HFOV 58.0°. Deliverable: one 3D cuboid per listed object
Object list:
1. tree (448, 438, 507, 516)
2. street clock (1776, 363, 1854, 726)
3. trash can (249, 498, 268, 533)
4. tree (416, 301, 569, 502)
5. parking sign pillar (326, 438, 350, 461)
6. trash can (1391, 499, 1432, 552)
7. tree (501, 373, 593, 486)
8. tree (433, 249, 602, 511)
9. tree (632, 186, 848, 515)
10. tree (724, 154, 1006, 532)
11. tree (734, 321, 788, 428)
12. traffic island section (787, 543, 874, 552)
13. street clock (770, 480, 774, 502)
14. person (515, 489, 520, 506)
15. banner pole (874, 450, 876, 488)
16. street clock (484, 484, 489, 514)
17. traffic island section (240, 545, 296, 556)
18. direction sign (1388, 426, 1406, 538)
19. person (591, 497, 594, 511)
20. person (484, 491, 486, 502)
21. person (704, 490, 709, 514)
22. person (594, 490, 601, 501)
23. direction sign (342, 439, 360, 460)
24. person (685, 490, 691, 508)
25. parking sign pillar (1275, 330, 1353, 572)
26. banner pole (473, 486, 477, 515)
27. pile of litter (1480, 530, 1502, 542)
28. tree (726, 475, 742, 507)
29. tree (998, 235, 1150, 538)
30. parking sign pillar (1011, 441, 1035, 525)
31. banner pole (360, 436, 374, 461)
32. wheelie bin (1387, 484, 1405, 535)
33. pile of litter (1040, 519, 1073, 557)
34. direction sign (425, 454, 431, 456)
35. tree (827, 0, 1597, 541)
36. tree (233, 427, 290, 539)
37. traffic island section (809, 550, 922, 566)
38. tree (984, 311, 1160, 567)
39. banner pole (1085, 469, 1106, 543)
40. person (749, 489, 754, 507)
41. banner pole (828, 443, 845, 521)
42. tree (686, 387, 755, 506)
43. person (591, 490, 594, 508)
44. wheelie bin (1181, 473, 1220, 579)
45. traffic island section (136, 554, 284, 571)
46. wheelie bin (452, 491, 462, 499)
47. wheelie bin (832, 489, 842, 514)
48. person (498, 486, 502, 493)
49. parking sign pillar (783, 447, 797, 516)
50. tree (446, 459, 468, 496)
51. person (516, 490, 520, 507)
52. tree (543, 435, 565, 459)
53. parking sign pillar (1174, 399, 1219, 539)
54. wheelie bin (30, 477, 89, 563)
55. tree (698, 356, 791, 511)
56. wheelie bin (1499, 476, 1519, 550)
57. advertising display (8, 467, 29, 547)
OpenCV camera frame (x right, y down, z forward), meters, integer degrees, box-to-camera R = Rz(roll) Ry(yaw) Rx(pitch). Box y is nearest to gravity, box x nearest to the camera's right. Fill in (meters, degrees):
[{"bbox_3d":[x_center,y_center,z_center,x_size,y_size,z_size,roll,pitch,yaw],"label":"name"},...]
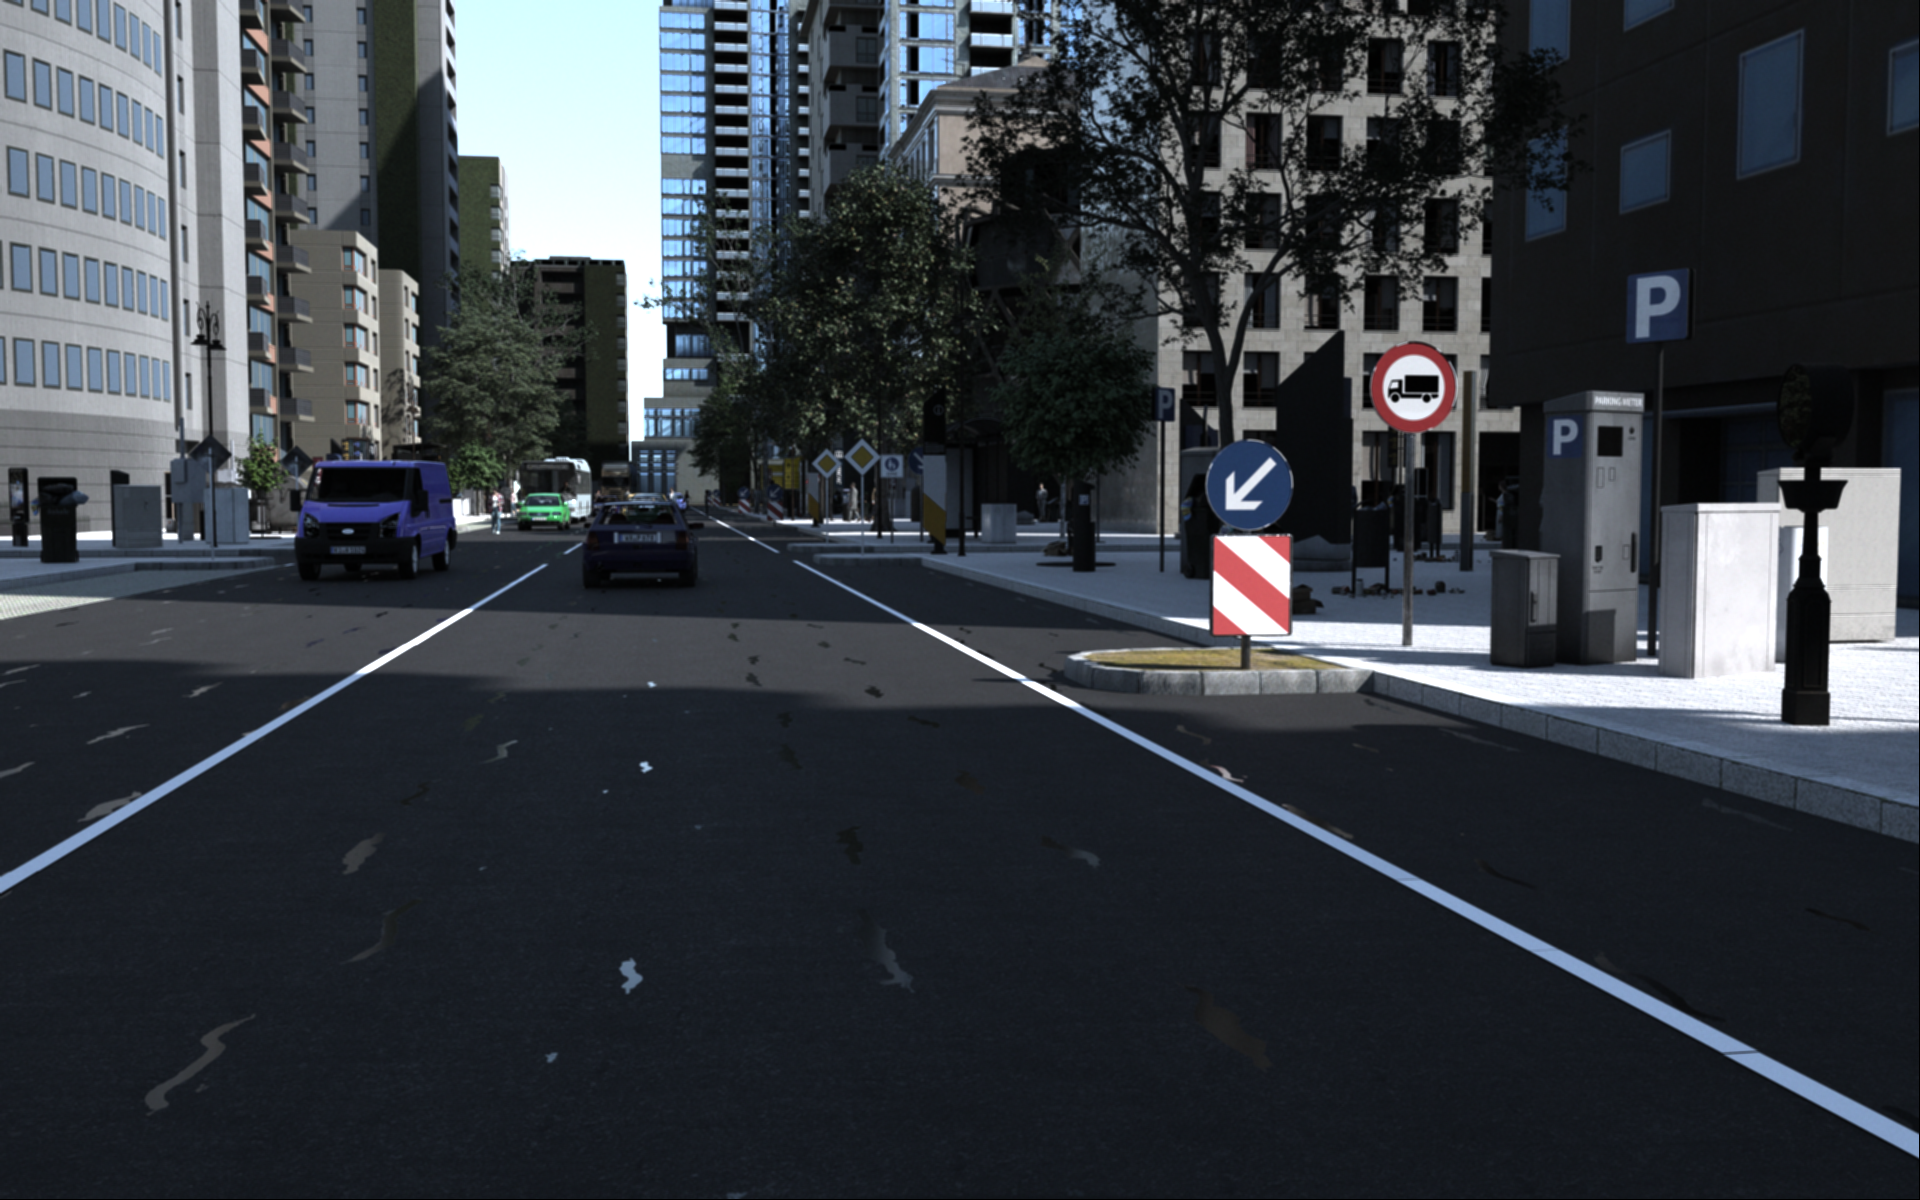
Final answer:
[{"bbox_3d":[-28.086,-7.167,100.890,4.285,4.588,4.351,0,3,0],"label":"tree"},{"bbox_3d":[4.724,-0.309,9.622,0.358,2.002,0.471,0,4,3],"label":"street clock"},{"bbox_3d":[-23.154,-2.781,57.121,0.748,1.137,0.748,0,3,0],"label":"trash can"},{"bbox_3d":[-31.289,-12.773,115.490,9.857,13.997,8.962,0,3,0],"label":"tree"},{"bbox_3d":[-29.943,-5.808,83.438,1.447,3.967,1.447,2,4,35],"label":"parking sign pillar"},{"bbox_3d":[9.983,-1.650,38.624,0.748,1.137,0.748,0,3,0],"label":"trash can"},{"bbox_3d":[-38.567,-14.687,158.259,7.486,12.596,7.792,0,3,0],"label":"tree"},{"bbox_3d":[-33.123,-16.869,131.699,12.611,20.169,13.585,0,3,0],"label":"tree"},{"bbox_3d":[-13.420,-15.413,107.889,12.611,20.169,13.585,0,3,0],"label":"tree"},{"bbox_3d":[-2.713,-8.665,58.681,9.611,12.733,9.660,0,3,0],"label":"tree"},{"bbox_3d":[-6.167,-8.571,74.555,8.767,10.594,7.601,1,4,16],"label":"tree"},{"bbox_3d":[-3.318,-1.320,43.869,2.009,0.180,2.903,-1,4,-10],"label":"traffic island section"},{"bbox_3d":[-9.925,-5.313,91.439,0.358,2.002,0.471,-1,4,-9],"label":"street clock"},{"bbox_3d":[-45.650,-10.588,179.238,1.350,1.814,0.705,0,4,-4],"label":"person"},{"bbox_3d":[-4.135,-5.770,84.357,0.401,3.779,0.863,0,4,-1],"label":"banner pole"},{"bbox_3d":[-30.047,-6.442,109.901,0.471,2.002,0.358,-1,4,-22],"label":"street clock"},{"bbox_3d":[-15.979,-1.190,41.730,2.009,0.180,2.903,-1,4,-10],"label":"traffic island section"},{"bbox_3d":[12.954,-3.605,50.946,0.379,3.537,0.876,-3,5,-42],"label":"direction sign"},{"bbox_3d":[-32.237,-8.515,150.943,0.991,1.433,0.599,0,4,-2],"label":"person"},{"bbox_3d":[-38.293,-8.173,139.771,1.348,1.812,0.705,-2,4,-31],"label":"person"},{"bbox_3d":[-18.172,-7.001,123.685,0.721,1.735,1.217,0,4,-7],"label":"person"},{"bbox_3d":[-28.646,-7.856,137.482,0.617,1.759,0.750,2,4,29],"label":"person"},{"bbox_3d":[-25.138,-4.867,71.570,0.379,3.537,0.876,2,4,34],"label":"direction sign"},{"bbox_3d":[-28.947,-10.728,183.862,0.705,1.831,1.348,1,4,15],"label":"person"},{"bbox_3d":[5.953,-2.487,29.140,1.447,3.967,1.447,-3,5,-41],"label":"parking sign pillar"},{"bbox_3d":[-28.956,-6.937,103.431,0.401,3.779,0.863,0,4,3],"label":"banner pole"},{"bbox_3d":[14.865,-2.048,47.443,1.719,0.858,1.176,-2,4,-28],"label":"pile of litter"},{"bbox_3d":[-23.136,-11.163,177.115,1.663,3.219,1.824,0,3,0],"label":"tree"},{"bbox_3d":[3.204,-6.088,49.897,4.737,8.622,4.395,0,3,0],"label":"tree"},{"bbox_3d":[2.433,-5.135,72.436,1.447,3.967,1.447,0,4,-5],"label":"parking sign pillar"},{"bbox_3d":[-25.476,-5.192,74.899,0.401,3.779,0.863,0,4,6],"label":"banner pole"},{"bbox_3d":[13.774,-2.814,53.921,0.980,1.594,0.693,-2,4,-35],"label":"wheelie bin"},{"bbox_3d":[2.195,-1.362,36.230,1.176,0.858,1.719,2,4,34],"label":"pile of litter"},{"bbox_3d":[-29.899,-6.408,96.773,0.379,3.537,0.876,2,4,31],"label":"direction sign"},{"bbox_3d":[3.512,-5.332,21.583,8.767,10.594,7.601,1,4,21],"label":"tree"},{"bbox_3d":[-20.016,-3.385,49.939,1.663,3.219,1.824,0,3,0],"label":"tree"},{"bbox_3d":[-1.980,-0.839,35.997,2.009,0.180,2.903,-1,4,-10],"label":"traffic island section"},{"bbox_3d":[2.029,-2.895,31.053,4.285,4.588,4.351,0,3,0],"label":"tree"},{"bbox_3d":[3.496,-3.383,45.332,0.401,3.779,0.863,3,4,37],"label":"banner pole"},{"bbox_3d":[-20.731,-10.209,172.902,0.705,1.831,1.348,-1,4,-23],"label":"person"},{"bbox_3d":[-5.940,-5.677,82.838,0.863,3.779,0.401,-1,4,-14],"label":"banner pole"},{"bbox_3d":[-25.221,-16.193,182.877,7.486,12.596,7.792,0,3,0],"label":"tree"},{"bbox_3d":[-33.592,-9.117,157.706,0.705,1.807,1.348,-2,4,-30],"label":"person"},{"bbox_3d":[3.839,-1.122,26.245,0.980,1.594,0.693,-2,4,-28],"label":"wheelie bin"},{"bbox_3d":[-14.641,-0.708,33.858,2.009,0.180,2.903,-1,4,-10],"label":"traffic island section"},{"bbox_3d":[-31.705,-6.164,108.693,0.980,1.594,0.693,-3,5,-40],"label":"wheelie bin"},{"bbox_3d":[-7.849,-6.238,109.898,0.693,1.594,0.980,-1,4,-22],"label":"wheelie bin"},{"bbox_3d":[-31.407,-6.880,118.542,0.705,1.822,1.348,-1,4,-17],"label":"person"},{"bbox_3d":[-9.792,-6.850,100.471,1.447,3.967,1.447,-2,4,-33],"label":"parking sign pillar"},{"bbox_3d":[-27.729,-6.136,94.924,1.663,3.219,1.824,0,3,0],"label":"tree"},{"bbox_3d":[-42.362,-9.810,167.231,1.217,1.735,0.721,1,4,18],"label":"person"},{"bbox_3d":[-41.835,-13.799,175.968,4.360,8.622,3.978,0,3,0],"label":"tree"},{"bbox_3d":[6.831,-3.718,49.257,1.447,3.967,1.447,-3,5,-39],"label":"parking sign pillar"},{"bbox_3d":[-16.823,-1.497,32.384,0.980,1.594,0.693,-2,4,-27],"label":"wheelie bin"},{"bbox_3d":[-15.433,-12.524,130.526,9.928,11.665,9.643,0,3,0],"label":"tree"},{"bbox_3d":[10.114,-1.415,31.038,0.980,1.594,0.693,2,4,32],"label":"wheelie bin"},{"bbox_3d":[-23.011,-2.272,42.361,0.974,1.923,0.123,3,5,43],"label":"advertising display"}]
